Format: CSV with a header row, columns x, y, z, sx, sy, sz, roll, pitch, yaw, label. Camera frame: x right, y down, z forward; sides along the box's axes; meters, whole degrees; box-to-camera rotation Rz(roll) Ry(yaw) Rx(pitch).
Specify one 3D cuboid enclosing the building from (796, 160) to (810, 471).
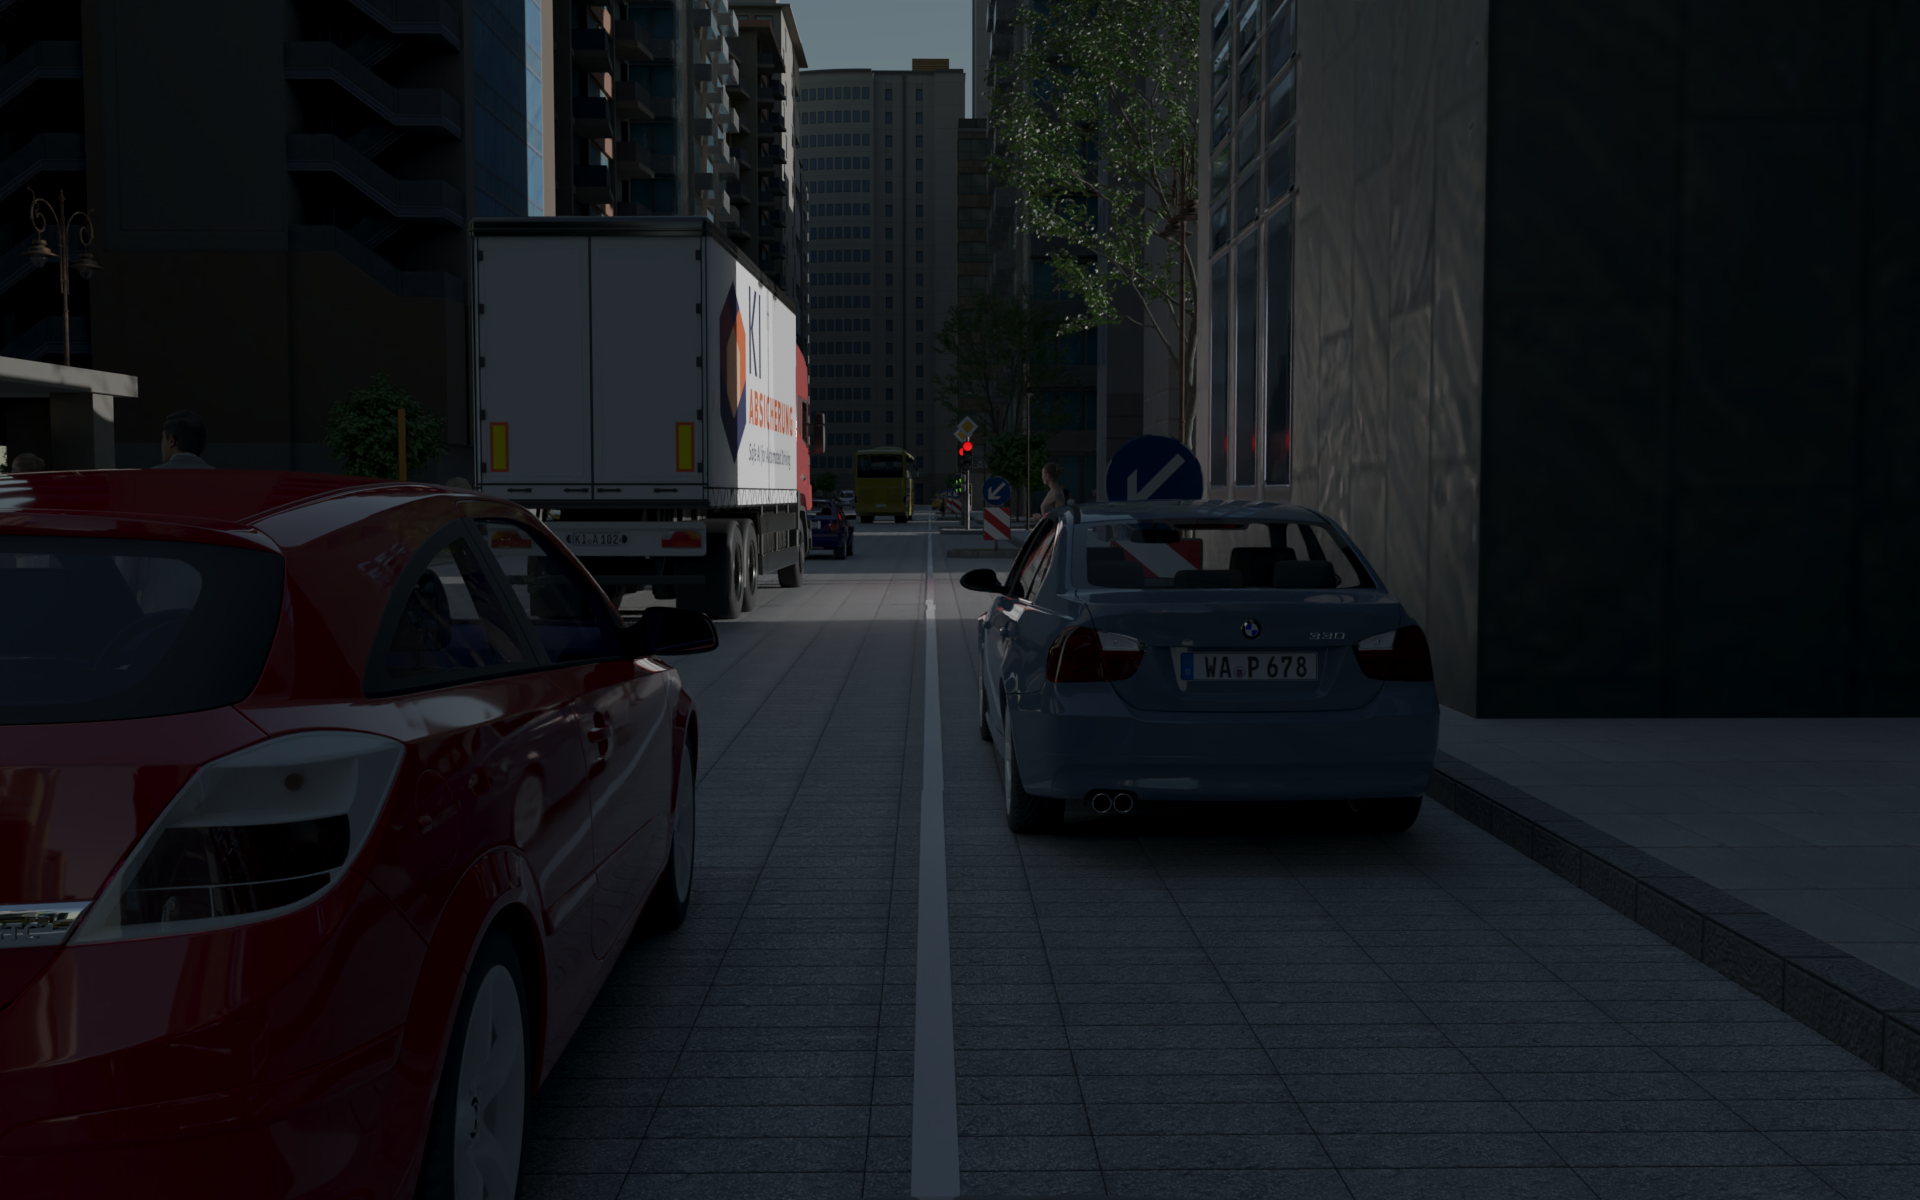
x,y,z,sx,sy,sz,roll,pitch,yaw,label
-25.707,-32.398,213.295,14.086,41.232,14.154,0,4,-1,building

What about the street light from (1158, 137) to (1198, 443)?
x,y,z,sx,sy,sz,roll,pitch,yaw,label
2.939,-3.069,22.967,0.468,5.910,1.993,0,4,-1,street light

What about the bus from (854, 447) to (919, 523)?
x,y,z,sx,sy,sz,roll,pitch,yaw,label
-3.786,-6.010,89.816,2.896,3.916,12.252,0,4,1,bus

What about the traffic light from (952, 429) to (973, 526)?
x,y,z,sx,sy,sz,roll,pitch,yaw,label
0.107,-4.961,70.030,0.839,4.253,0.868,0,4,-1,traffic light

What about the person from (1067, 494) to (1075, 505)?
x,y,z,sx,sy,sz,roll,pitch,yaw,label
4.726,-3.860,73.395,0.306,1.304,0.590,-2,4,-24,person

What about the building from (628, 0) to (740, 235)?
x,y,z,sx,sy,sz,roll,pitch,yaw,label
-27.291,-30.597,119.871,23.786,49.044,30.456,0,4,-1,building

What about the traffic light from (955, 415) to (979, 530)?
x,y,z,sx,sy,sz,roll,pitch,yaw,label
0.247,-4.473,62.046,0.839,4.253,0.868,0,4,-1,traffic light

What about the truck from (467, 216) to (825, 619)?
x,y,z,sx,sy,sz,roll,pitch,yaw,label
-3.642,-2.091,23.103,2.839,4.237,11.283,0,4,1,truck

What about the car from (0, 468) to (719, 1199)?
x,y,z,sx,sy,sz,roll,pitch,yaw,label
-1.747,0.282,4.426,2.155,1.783,4.494,0,4,-2,car

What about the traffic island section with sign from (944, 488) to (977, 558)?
x,y,z,sx,sy,sz,roll,pitch,yaw,label
0.697,-1.886,39.470,1.989,1.847,2.006,0,4,-1,traffic island section with sign

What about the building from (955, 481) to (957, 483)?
x,y,z,sx,sy,sz,roll,pitch,yaw,label
9.797,-47.085,208.086,20.563,71.187,20.611,0,4,-1,building

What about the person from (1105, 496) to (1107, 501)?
x,y,z,sx,sy,sz,roll,pitch,yaw,label
2.953,-1.621,32.743,0.606,1.804,0.583,2,4,30,person

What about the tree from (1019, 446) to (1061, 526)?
x,y,z,sx,sy,sz,roll,pitch,yaw,label
2.970,-4.561,69.179,1.663,3.219,1.824,0,3,0,tree

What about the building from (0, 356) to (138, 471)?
x,y,z,sx,sy,sz,roll,pitch,yaw,label
-28.086,-19.983,18.609,32.217,40.220,23.993,0,4,-1,building

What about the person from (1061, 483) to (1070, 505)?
x,y,z,sx,sy,sz,roll,pitch,yaw,label
4.683,-4.714,83.340,0.699,1.804,1.509,-3,5,-41,person

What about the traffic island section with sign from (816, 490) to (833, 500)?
x,y,z,sx,sy,sz,roll,pitch,yaw,label
-13.858,-9.973,171.678,1.989,1.847,2.006,0,4,-1,traffic island section with sign

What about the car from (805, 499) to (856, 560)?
x,y,z,sx,sy,sz,roll,pitch,yaw,label
-3.342,-1.623,39.123,1.945,1.354,3.894,0,4,0,car

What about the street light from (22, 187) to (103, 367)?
x,y,z,sx,sy,sz,roll,pitch,yaw,label
-13.634,-3.283,26.458,0.468,5.910,1.993,0,4,-1,street light

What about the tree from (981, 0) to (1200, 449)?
x,y,z,sx,sy,sz,roll,pitch,yaw,label
3.971,-6.331,29.261,9.928,11.665,9.643,0,3,0,tree

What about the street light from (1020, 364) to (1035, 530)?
x,y,z,sx,sy,sz,roll,pitch,yaw,label
2.409,-5.424,61.469,0.468,5.910,1.993,0,4,-1,street light

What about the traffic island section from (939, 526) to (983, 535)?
x,y,z,sx,sy,sz,roll,pitch,yaw,label
0.288,-2.439,62.161,2.009,0.180,2.903,0,4,-1,traffic island section

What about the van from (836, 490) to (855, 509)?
x,y,z,sx,sy,sz,roll,pitch,yaw,label
-10.942,-9.852,168.095,2.013,2.044,4.112,0,4,1,van

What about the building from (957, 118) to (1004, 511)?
x,y,z,sx,sy,sz,roll,pitch,yaw,label
6.716,-22.314,136.541,14.160,30.474,14.107,0,4,-1,building

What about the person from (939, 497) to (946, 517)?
x,y,z,sx,sy,sz,roll,pitch,yaw,label
-1.027,-5.242,98.883,0.373,1.253,0.362,2,4,35,person

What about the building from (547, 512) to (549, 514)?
x,y,z,sx,sy,sz,roll,pitch,yaw,label
-26.846,-26.164,82.412,22.147,44.769,28.867,0,4,-1,building

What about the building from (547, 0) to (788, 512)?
x,y,z,sx,sy,sz,roll,pitch,yaw,label
-27.480,-30.822,158.570,22.147,44.769,28.867,0,4,-1,building

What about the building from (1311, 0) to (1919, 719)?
x,y,z,sx,sy,sz,roll,pitch,yaw,label
14.190,-42.188,2.449,22.319,86.520,31.000,0,4,-1,building

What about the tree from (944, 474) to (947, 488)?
x,y,z,sx,sy,sz,roll,pitch,yaw,label
-0.382,-14.612,222.612,4.285,4.588,4.351,0,3,0,tree

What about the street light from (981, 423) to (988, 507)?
x,y,z,sx,sy,sz,roll,pitch,yaw,label
1.505,-8.169,106.350,0.468,5.910,1.993,0,4,-1,street light

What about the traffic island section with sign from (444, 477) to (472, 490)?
x,y,z,sx,sy,sz,roll,pitch,yaw,label
-11.525,-1.884,39.429,1.989,1.847,2.006,0,4,-1,traffic island section with sign

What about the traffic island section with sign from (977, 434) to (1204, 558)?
x,y,z,sx,sy,sz,roll,pitch,yaw,label
1.164,-0.219,12.207,1.989,1.847,2.006,0,4,-1,traffic island section with sign

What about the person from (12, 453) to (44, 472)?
x,y,z,sx,sy,sz,roll,pitch,yaw,label
-7.502,-0.297,13.911,0.362,1.759,0.519,-2,4,-33,person

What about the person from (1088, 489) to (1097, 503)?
x,y,z,sx,sy,sz,roll,pitch,yaw,label
5.534,-3.890,70.008,0.716,1.782,0.532,1,4,11,person

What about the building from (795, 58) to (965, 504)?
x,y,z,sx,sy,sz,roll,pitch,yaw,label
-13.513,-42.554,237.761,28.212,58.520,21.231,0,4,-1,building

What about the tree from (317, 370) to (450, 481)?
x,y,z,sx,sy,sz,roll,pitch,yaw,label
-15.298,-3.791,45.692,4.285,4.588,4.351,0,3,0,tree

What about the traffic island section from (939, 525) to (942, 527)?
x,y,z,sx,sy,sz,roll,pitch,yaw,label
0.147,-2.927,70.145,2.009,0.180,2.903,0,4,-1,traffic island section

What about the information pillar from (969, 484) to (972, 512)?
x,y,z,sx,sy,sz,roll,pitch,yaw,label
0.660,-7.382,125.194,0.304,2.012,0.304,-1,4,-19,information pillar

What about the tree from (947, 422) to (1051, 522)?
x,y,z,sx,sy,sz,roll,pitch,yaw,label
2.570,-5.806,78.647,4.285,4.588,4.351,0,3,0,tree

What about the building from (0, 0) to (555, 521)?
x,y,z,sx,sy,sz,roll,pitch,yaw,label
-21.419,-24.709,54.102,14.200,45.320,14.600,0,4,-1,building

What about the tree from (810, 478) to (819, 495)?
x,y,z,sx,sy,sz,roll,pitch,yaw,label
-17.453,-12.901,205.537,1.663,3.219,1.824,0,3,0,tree

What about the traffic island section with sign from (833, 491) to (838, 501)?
x,y,z,sx,sy,sz,roll,pitch,yaw,label
-14.346,-11.648,199.066,1.989,1.847,2.006,0,4,-1,traffic island section with sign

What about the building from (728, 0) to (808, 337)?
x,y,z,sx,sy,sz,roll,pitch,yaw,label
-31.432,-36.542,186.699,28.713,52.752,27.495,0,4,-1,building

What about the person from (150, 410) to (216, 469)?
x,y,z,sx,sy,sz,roll,pitch,yaw,label
-3.728,-0.004,8.417,0.661,1.843,0.795,-3,4,-38,person

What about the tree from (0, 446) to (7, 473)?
x,y,z,sx,sy,sz,roll,pitch,yaw,label
-32.560,-3.998,59.967,1.663,3.219,1.824,0,3,0,tree

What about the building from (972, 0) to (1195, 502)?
x,y,z,sx,sy,sz,roll,pitch,yaw,label
11.590,-37.746,159.149,21.231,58.520,28.212,0,4,-1,building

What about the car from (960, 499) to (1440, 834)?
x,y,z,sx,sy,sz,roll,pitch,yaw,label
1.019,0.207,8.619,2.014,1.417,4.499,0,4,-2,car

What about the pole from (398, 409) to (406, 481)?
x,y,z,sx,sy,sz,roll,pitch,yaw,label
-13.365,-2.918,41.545,0.158,3.312,0.155,0,3,0,pole

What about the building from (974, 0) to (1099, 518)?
x,y,z,sx,sy,sz,roll,pitch,yaw,label
12.977,-29.740,105.854,23.786,49.044,30.456,0,4,-1,building

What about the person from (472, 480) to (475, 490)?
x,y,z,sx,sy,sz,roll,pitch,yaw,label
-12.477,-2.202,44.600,0.616,1.811,0.778,-1,4,-13,person

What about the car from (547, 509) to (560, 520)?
x,y,z,sx,sy,sz,roll,pitch,yaw,label
-11.988,-2.726,54.789,2.015,1.641,3.980,0,3,0,car

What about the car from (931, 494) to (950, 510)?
x,y,z,sx,sy,sz,roll,pitch,yaw,label
-1.611,-8.918,156.034,2.015,1.641,3.980,0,4,1,car

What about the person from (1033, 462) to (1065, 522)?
x,y,z,sx,sy,sz,roll,pitch,yaw,label
0.971,-0.631,19.165,0.374,1.781,0.599,-1,4,-9,person

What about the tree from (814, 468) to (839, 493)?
x,y,z,sx,sy,sz,roll,pitch,yaw,label
-16.967,-14.481,220.482,4.285,4.588,4.351,0,3,0,tree

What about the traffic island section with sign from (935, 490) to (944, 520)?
x,y,z,sx,sy,sz,roll,pitch,yaw,label
-0.297,-5.314,95.503,1.989,1.847,2.006,0,4,-1,traffic island section with sign
